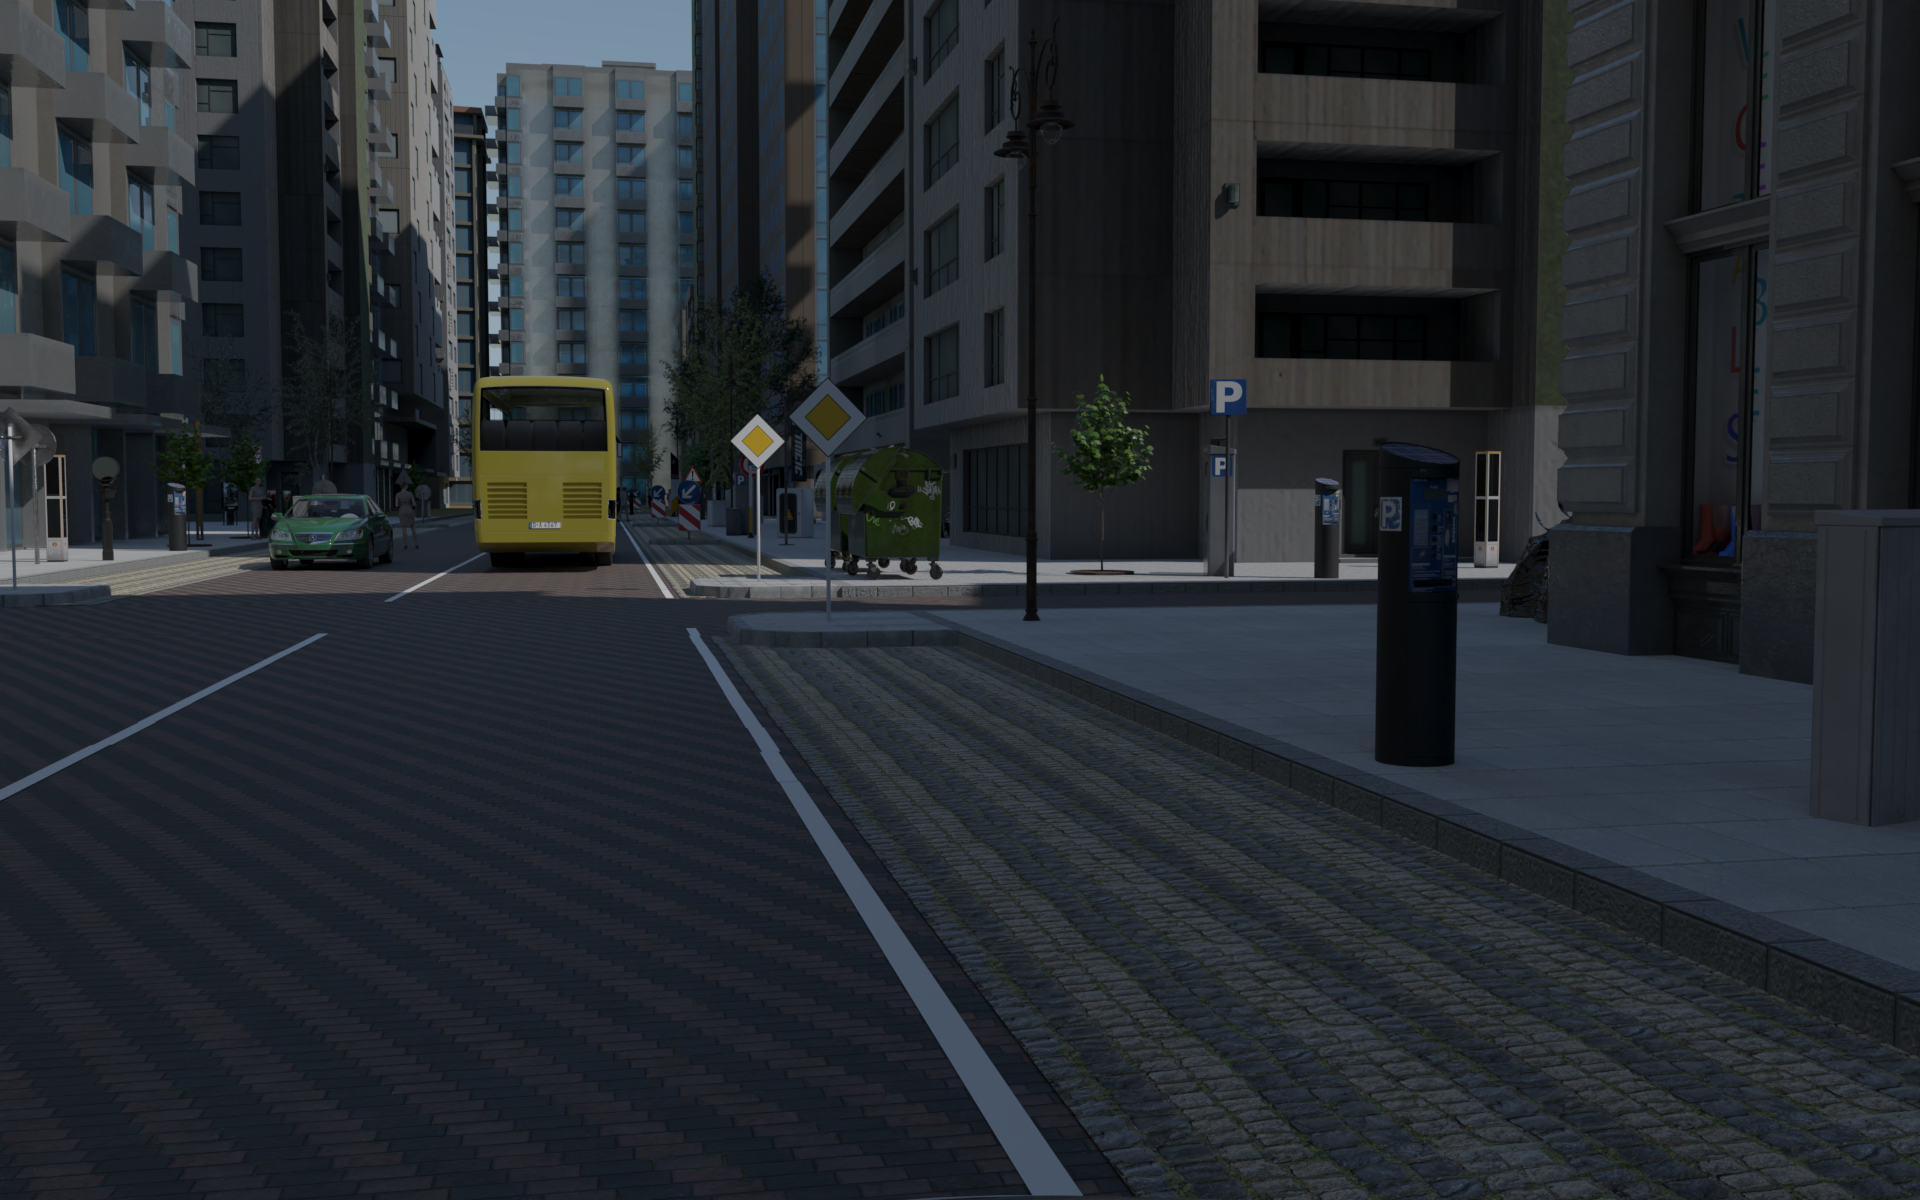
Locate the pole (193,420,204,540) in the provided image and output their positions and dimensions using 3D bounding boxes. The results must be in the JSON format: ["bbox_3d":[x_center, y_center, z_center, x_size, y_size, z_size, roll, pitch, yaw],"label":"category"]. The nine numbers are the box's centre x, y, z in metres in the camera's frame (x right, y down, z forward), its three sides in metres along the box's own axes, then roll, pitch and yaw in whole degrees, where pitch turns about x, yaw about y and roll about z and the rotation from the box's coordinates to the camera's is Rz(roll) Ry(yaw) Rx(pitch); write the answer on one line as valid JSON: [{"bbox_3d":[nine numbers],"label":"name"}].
[{"bbox_3d":[-21.110,-3.313,48.011,0.158,3.312,0.155,0,3,0],"label":"pole"}]

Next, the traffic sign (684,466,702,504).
[{"bbox_3d":[-12.338,-4.891,79.979,0.884,2.594,0.081,-1,4,-8],"label":"traffic sign"}]

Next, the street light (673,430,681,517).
[{"bbox_3d":[-16.009,-7.667,98.150,0.468,5.910,1.993,-1,4,-12],"label":"street light"}]

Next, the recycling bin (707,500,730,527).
[{"bbox_3d":[-9.467,-3.386,67.915,0.722,1.027,0.722,-1,4,-23],"label":"recycling bin"}]

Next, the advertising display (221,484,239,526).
[{"bbox_3d":[-29.794,-4.003,70.661,0.123,1.923,0.974,1,4,12],"label":"advertising display"}]

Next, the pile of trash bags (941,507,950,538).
[{"bbox_3d":[-0.345,-2.508,50.756,1.912,1.369,3.447,-3,4,-38],"label":"pile of trash bags"}]

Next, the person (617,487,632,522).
[{"bbox_3d":[-17.311,-4.912,89.091,0.850,1.792,0.678,-3,5,-41],"label":"person"}]

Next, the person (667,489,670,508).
[{"bbox_3d":[-27.491,-9.593,163.448,0.434,1.755,0.990,0,4,8],"label":"person"}]

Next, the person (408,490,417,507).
[{"bbox_3d":[-32.174,-5.823,101.703,0.568,1.767,0.683,-2,4,-32],"label":"person"}]

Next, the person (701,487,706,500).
[{"bbox_3d":[-17.200,-6.712,115.793,0.705,1.824,1.348,-1,4,-15],"label":"person"}]

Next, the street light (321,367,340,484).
[{"bbox_3d":[-22.932,-5.531,63.220,0.468,5.910,1.993,-1,4,-12],"label":"street light"}]

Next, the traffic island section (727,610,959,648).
[{"bbox_3d":[-1.279,0.295,17.460,2.009,0.180,2.903,-1,4,-12],"label":"traffic island section"}]

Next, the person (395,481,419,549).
[{"bbox_3d":[-14.452,-2.227,45.255,0.599,1.781,0.374,-2,4,-26],"label":"person"}]

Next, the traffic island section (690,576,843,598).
[{"bbox_3d":[-2.894,-0.183,25.281,2.009,0.180,2.903,-1,4,-12],"label":"traffic island section"}]

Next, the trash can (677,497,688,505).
[{"bbox_3d":[-14.950,-5.016,93.670,0.748,1.137,0.748,0,3,0],"label":"trash can"}]

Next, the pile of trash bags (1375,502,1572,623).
[{"bbox_3d":[6.014,-0.487,17.722,3.447,1.369,1.912,1,4,12],"label":"pile of trash bags"}]

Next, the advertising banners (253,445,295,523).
[{"bbox_3d":[-24.359,-3.988,61.384,2.074,3.025,0.090,2,4,27],"label":"advertising banners"}]

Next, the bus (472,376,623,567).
[{"bbox_3d":[-8.666,-2.786,37.104,2.896,3.916,12.252,-1,4,-11],"label":"bus"}]

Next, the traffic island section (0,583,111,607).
[{"bbox_3d":[-12.730,-0.060,23.263,2.009,0.180,2.903,-1,4,-12],"label":"traffic island section"}]

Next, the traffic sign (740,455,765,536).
[{"bbox_3d":[-6.239,-3.180,52.100,0.768,2.556,0.104,-1,4,-11],"label":"traffic sign"}]

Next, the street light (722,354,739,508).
[{"bbox_3d":[-7.574,-5.174,57.385,0.468,5.910,1.993,-1,4,-12],"label":"street light"}]

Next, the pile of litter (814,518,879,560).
[{"bbox_3d":[-2.059,-1.262,34.600,1.176,0.858,1.719,2,4,25],"label":"pile of litter"}]

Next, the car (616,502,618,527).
[{"bbox_3d":[-15.626,-3.993,74.084,1.959,1.807,4.718,-1,4,-12],"label":"car"}]

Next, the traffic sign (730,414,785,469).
[{"bbox_3d":[-2.915,-1.407,25.193,0.795,2.593,0.064,-1,4,-12],"label":"traffic sign"}]

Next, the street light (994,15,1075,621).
[{"bbox_3d":[0.725,-2.728,17.388,0.468,5.910,1.993,-1,4,-12],"label":"street light"}]

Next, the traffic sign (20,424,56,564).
[{"bbox_3d":[-16.849,-1.923,31.552,0.768,2.556,0.104,0,4,-3],"label":"traffic sign"}]

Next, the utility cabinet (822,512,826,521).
[{"bbox_3d":[-6.270,-4.535,82.830,0.318,1.500,1.173,1,4,18],"label":"utility cabinet"}]

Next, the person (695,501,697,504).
[{"bbox_3d":[-14.784,-5.650,98.230,0.655,1.846,0.447,-3,4,-37],"label":"person"}]

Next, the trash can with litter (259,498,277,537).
[{"bbox_3d":[-20.716,-2.478,51.896,0.624,1.170,1.055,0,4,1],"label":"trash can with litter"}]

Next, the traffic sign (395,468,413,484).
[{"bbox_3d":[-28.202,-5.374,87.866,0.884,2.594,0.081,-1,4,-11],"label":"traffic sign"}]

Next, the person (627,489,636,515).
[{"bbox_3d":[-22.419,-6.689,118.004,0.705,1.807,1.348,1,4,19],"label":"person"}]

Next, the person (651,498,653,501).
[{"bbox_3d":[-29.995,-9.915,168.670,0.721,1.766,1.217,1,4,19],"label":"person"}]

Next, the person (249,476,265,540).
[{"bbox_3d":[-19.612,-2.566,48.343,0.374,1.781,0.599,1,4,16],"label":"person"}]

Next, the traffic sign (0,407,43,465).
[{"bbox_3d":[-12.708,-1.285,23.200,0.795,2.593,0.064,-1,4,-12],"label":"traffic sign"}]

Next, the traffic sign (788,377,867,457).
[{"bbox_3d":[-1.301,-0.929,17.372,0.795,2.593,0.064,-1,4,-12],"label":"traffic sign"}]

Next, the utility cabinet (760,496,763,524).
[{"bbox_3d":[-9.061,-3.950,75.749,1.020,1.237,0.306,3,4,37],"label":"utility cabinet"}]

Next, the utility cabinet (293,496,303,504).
[{"bbox_3d":[-21.812,-2.869,58.072,1.020,1.237,0.306,0,4,4],"label":"utility cabinet"}]

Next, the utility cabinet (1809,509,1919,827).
[{"bbox_3d":[3.894,0.255,6.987,1.020,1.237,0.306,-2,4,-28],"label":"utility cabinet"}]

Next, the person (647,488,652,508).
[{"bbox_3d":[-28.524,-9.367,159.151,0.705,1.831,1.348,0,4,4],"label":"person"}]

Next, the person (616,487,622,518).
[{"bbox_3d":[-20.715,-5.941,105.264,0.705,1.869,1.348,0,4,-5],"label":"person"}]

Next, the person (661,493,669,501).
[{"bbox_3d":[-25.841,-8.834,150.491,1.348,1.822,0.705,-2,4,-31],"label":"person"}]

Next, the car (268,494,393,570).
[{"bbox_3d":[-12.465,-1.389,34.511,2.131,1.459,4.920,-1,4,-11],"label":"car"}]

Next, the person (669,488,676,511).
[{"bbox_3d":[-21.182,-7.380,127.369,0.621,1.740,0.551,2,4,30],"label":"person"}]

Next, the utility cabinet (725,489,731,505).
[{"bbox_3d":[-10.722,-4.490,82.090,0.318,1.500,1.173,-3,4,-36],"label":"utility cabinet"}]
